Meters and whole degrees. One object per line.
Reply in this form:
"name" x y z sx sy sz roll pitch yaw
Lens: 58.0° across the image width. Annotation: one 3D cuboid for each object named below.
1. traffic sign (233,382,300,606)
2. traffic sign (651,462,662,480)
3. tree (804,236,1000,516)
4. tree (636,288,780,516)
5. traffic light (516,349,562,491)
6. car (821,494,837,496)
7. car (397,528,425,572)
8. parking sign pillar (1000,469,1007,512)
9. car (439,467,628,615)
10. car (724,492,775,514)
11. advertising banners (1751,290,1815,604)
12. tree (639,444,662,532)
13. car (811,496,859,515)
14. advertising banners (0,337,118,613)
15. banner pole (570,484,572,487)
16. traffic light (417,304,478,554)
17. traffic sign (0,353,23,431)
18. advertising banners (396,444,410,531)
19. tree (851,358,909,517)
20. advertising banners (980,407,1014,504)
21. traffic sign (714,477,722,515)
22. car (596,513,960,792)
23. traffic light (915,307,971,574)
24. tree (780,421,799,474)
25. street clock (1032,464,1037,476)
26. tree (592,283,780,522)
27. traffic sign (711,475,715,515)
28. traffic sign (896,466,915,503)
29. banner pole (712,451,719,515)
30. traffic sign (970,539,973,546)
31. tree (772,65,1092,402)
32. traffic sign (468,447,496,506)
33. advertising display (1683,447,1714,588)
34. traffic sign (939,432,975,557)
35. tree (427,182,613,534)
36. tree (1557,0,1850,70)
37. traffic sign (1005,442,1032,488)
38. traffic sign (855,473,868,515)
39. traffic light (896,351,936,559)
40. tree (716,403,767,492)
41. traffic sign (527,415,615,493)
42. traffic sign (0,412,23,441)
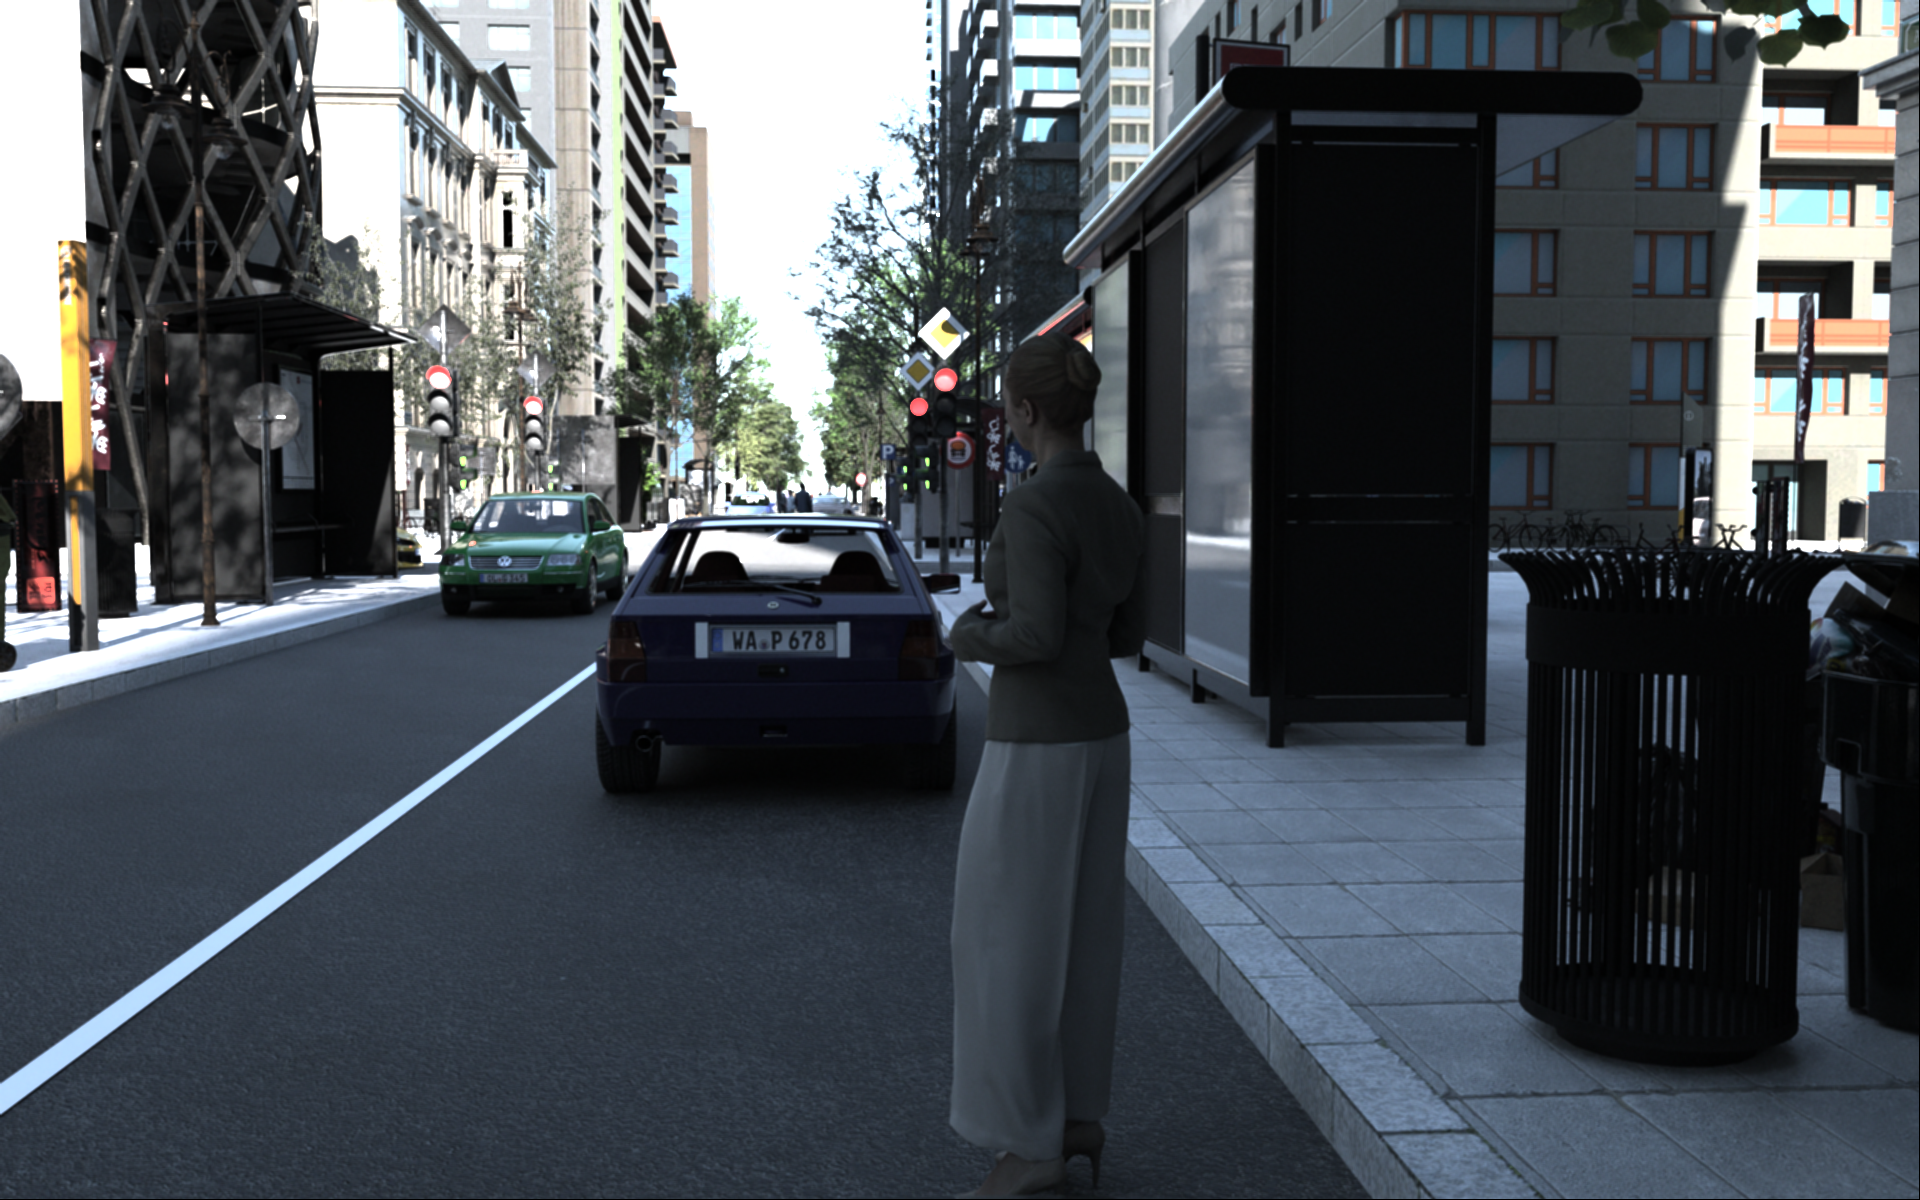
"traffic sign" -7.928 -1.205 19.808 0.768 2.556 0.104 0 4 1
"traffic sign" -12.368 -4.249 69.572 0.768 2.556 0.104 0 4 1
"tree" -1.887 -8.799 69.612 9.928 11.665 9.643 0 3 0
"tree" -12.622 -9.841 86.652 9.928 11.665 9.643 0 3 0
"traffic light" -8.183 -2.732 33.596 0.839 4.253 0.868 0 4 -4
"car" -10.311 -7.612 136.258 2.131 1.459 4.920 0 4 -3
"car" -11.124 -1.162 29.224 3.980 1.641 2.015 0 4 -3
"parking sign pillar" 2.294 -6.146 88.958 1.447 3.967 1.447 3 5 41
"car" -5.338 -0.810 22.035 1.959 1.807 4.718 0 4 -3
"car" -8.045 -3.485 66.577 1.945 1.707 3.694 0 4 -3
"advertising banners" 7.566 -1.209 15.961 0.090 3.025 2.074 1 4 14
"tree" -10.932 -3.895 58.292 1.663 3.219 1.824 0 3 0
"car" -4.640 -3.030 61.897 2.083 1.381 4.827 0 4 -3
"advertising banners" -10.050 -1.381 18.763 0.090 3.025 2.074 2 4 31
"banner pole" -18.086 -5.601 81.590 0.863 3.779 0.401 3 4 36
"traffic light" -7.597 -2.245 25.633 0.839 4.253 0.868 0 4 -4
"traffic sign" -8.484 -0.911 15.002 0.768 2.556 0.104 0 4 5
"advertising banners" -19.170 -3.883 59.677 0.090 3.025 2.074 0 4 -4
"tree" -3.748 -8.545 90.077 4.360 8.622 3.978 0 3 0
"advertising banners" 1.376 -2.350 34.615 2.074 3.025 0.090 1 4 22
"traffic sign" -15.143 -6.511 107.642 0.795 2.450 0.064 0 4 -3
"car" -0.943 0.176 9.698 1.945 1.354 3.894 0 4 -3
"traffic light" -0.257 -2.279 26.187 0.839 4.253 0.868 0 4 -4
"tree" -20.430 -15.192 182.809 7.601 10.594 8.767 0 4 2
"street clock" 1.964 -2.291 42.027 0.358 2.002 0.471 -2 4 -32
"tree" -12.718 -8.671 76.176 7.601 10.594 8.767 0 4 6
"traffic sign" -15.556 -6.629 108.482 0.768 2.556 0.104 0 4 -3
"traffic sign" -1.948 -3.882 63.571 0.768 2.556 0.104 0 4 2
"banner pole" -13.719 -6.551 97.131 0.401 3.779 0.863 -3 4 -38
"traffic sign" 0.286 -2.590 42.358 0.884 2.594 0.081 0 4 -1
"tree" -0.536 -8.581 50.672 12.009 13.543 11.850 0 3 0
"traffic sign" -10.393 -2.172 37.646 0.606 2.300 0.079 0 4 1
"advertising display" 10.234 -1.150 24.014 0.123 1.923 0.974 3 4 37
"traffic sign" -0.039 -2.157 35.369 0.768 2.556 0.104 0 4 0
"tree" -10.019 -5.547 41.055 4.360 8.622 3.978 0 3 0
"tree" 2.620 -5.088 1.322 7.486 12.596 7.792 0 3 0
"traffic sign" 1.377 -2.599 42.592 0.768 2.556 0.104 0 4 0
"traffic sign" -6.063 -6.531 106.880 0.768 2.556 0.104 0 4 2
"traffic light" -0.843 -2.766 34.150 0.839 4.253 0.868 0 4 -4
"tree" -16.484 -11.083 131.572 4.737 8.622 4.395 0 3 0
"traffic sign" -10.065 -3.116 44.811 2.265 3.308 0.079 0 4 -1
"traffic sign" -9.479 -0.957 16.832 0.795 2.450 0.064 0 4 4
